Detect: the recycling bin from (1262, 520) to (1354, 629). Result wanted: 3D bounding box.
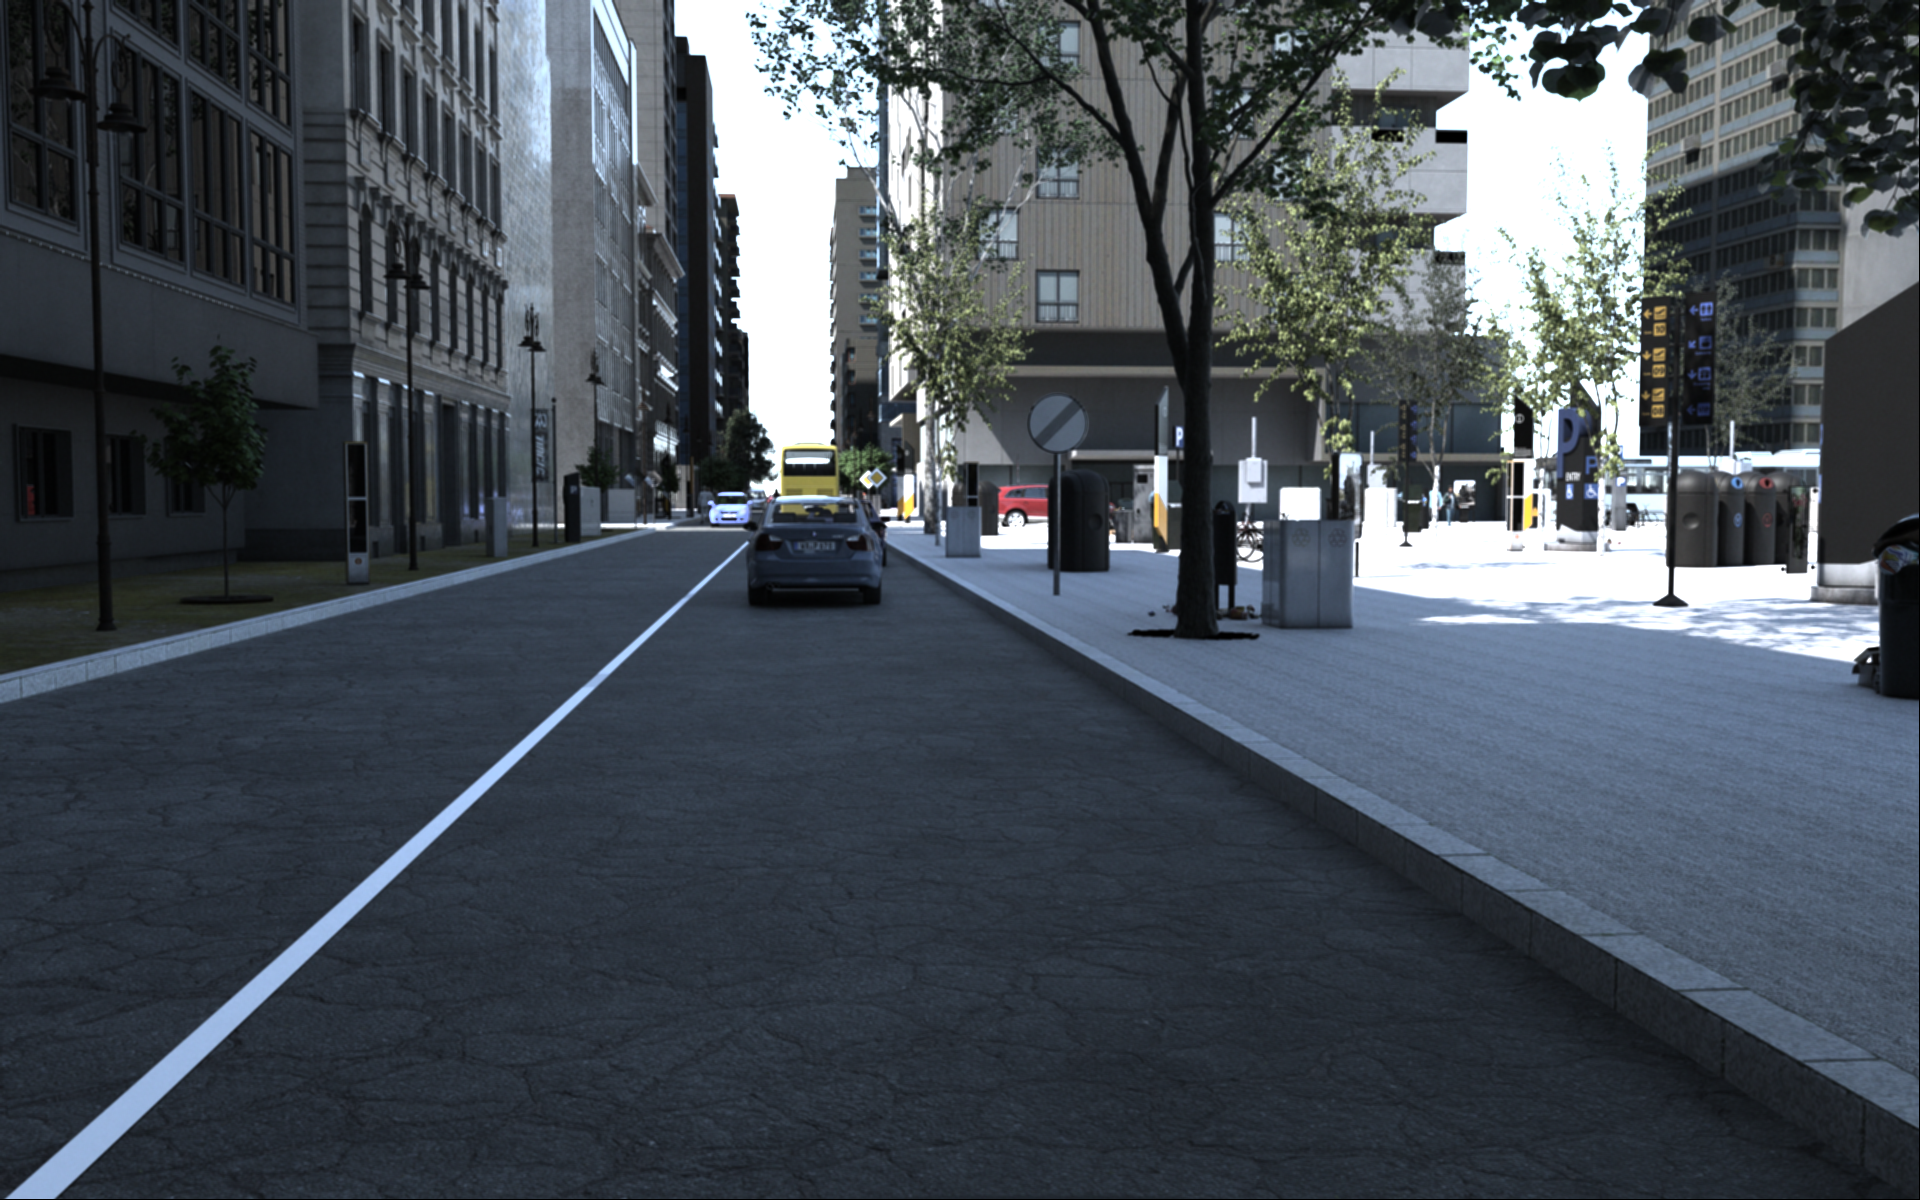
[{"bbox_3d":[3.376,-0.262,16.831,0.722,1.027,0.722,0,4,-5],"label":"recycling bin"}]

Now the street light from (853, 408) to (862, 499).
[{"bbox_3d":[-5.317,-7.338,92.763,0.468,5.910,1.993,0,4,-5],"label":"street light"}]

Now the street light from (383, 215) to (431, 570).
[{"bbox_3d":[-9.223,-3.441,29.048,0.468,5.910,1.993,0,4,-5],"label":"street light"}]

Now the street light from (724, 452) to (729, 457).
[{"bbox_3d":[-20.300,-10.749,148.535,0.468,5.910,1.993,0,4,-5],"label":"street light"}]

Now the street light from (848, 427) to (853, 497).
[{"bbox_3d":[-6.407,-8.129,105.703,0.468,5.910,1.993,0,4,-5],"label":"street light"}]

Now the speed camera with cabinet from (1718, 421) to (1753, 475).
[{"bbox_3d":[21.376,-3.182,46.365,0.660,3.252,2.038,-2,4,-32],"label":"speed camera with cabinet"}]

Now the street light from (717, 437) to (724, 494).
[{"bbox_3d":[-19.323,-10.127,138.371,0.468,5.910,1.993,0,4,-5],"label":"street light"}]

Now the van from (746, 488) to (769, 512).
[{"bbox_3d":[-14.891,-7.298,126.326,2.013,2.044,4.112,0,4,-4],"label":"van"}]

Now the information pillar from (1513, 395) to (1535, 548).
[{"bbox_3d":[13.271,-3.028,40.855,0.504,3.616,0.183,3,5,40],"label":"information pillar"}]

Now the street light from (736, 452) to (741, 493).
[{"bbox_3d":[-22.686,-12.364,174.942,0.468,5.910,1.993,0,4,-5],"label":"street light"}]

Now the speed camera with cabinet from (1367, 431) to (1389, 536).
[{"bbox_3d":[12.960,-3.631,53.696,0.660,3.252,2.038,1,4,13],"label":"speed camera with cabinet"}]

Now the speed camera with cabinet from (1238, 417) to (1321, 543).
[{"bbox_3d":[8.261,-3.086,44.786,2.038,3.252,0.660,0,4,2],"label":"speed camera with cabinet"}]

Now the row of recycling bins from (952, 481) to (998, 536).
[{"bbox_3d":[0.417,-2.889,54.352,1.069,1.692,3.534,-1,4,-12],"label":"row of recycling bins"}]

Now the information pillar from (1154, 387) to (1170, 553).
[{"bbox_3d":[4.388,-2.835,37.713,0.183,3.616,0.504,2,4,32],"label":"information pillar"}]

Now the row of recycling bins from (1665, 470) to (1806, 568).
[{"bbox_3d":[13.898,-1.466,31.085,3.534,1.692,1.069,-2,4,-34],"label":"row of recycling bins"}]

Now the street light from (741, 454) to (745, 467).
[{"bbox_3d":[-23.863,-13.155,187.873,0.468,5.910,1.993,0,4,-5],"label":"street light"}]

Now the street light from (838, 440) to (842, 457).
[{"bbox_3d":[-8.867,-9.767,132.484,0.468,5.910,1.993,0,4,-5],"label":"street light"}]

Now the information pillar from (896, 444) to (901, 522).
[{"bbox_3d":[-2.710,-5.469,80.775,0.504,3.616,0.183,1,4,20],"label":"information pillar"}]

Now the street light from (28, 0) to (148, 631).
[{"bbox_3d":[-8.030,-2.650,16.118,0.468,5.910,1.993,0,4,-5],"label":"street light"}]

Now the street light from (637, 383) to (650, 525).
[{"bbox_3d":[-13.173,-6.085,72.285,0.468,5.910,1.993,0,4,-5],"label":"street light"}]

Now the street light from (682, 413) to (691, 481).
[{"bbox_3d":[-15.618,-7.723,99.055,0.468,5.910,1.993,0,4,-5],"label":"street light"}]

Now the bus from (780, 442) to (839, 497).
[{"bbox_3d":[-6.994,-5.441,80.506,2.896,3.916,12.252,0,4,-5],"label":"bus"}]

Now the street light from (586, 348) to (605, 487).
[{"bbox_3d":[-11.559,-5.029,55.006,0.468,5.910,1.993,0,4,-5],"label":"street light"}]

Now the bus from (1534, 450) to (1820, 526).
[{"bbox_3d":[29.731,-4.709,71.858,13.247,3.499,2.948,0,4,-6],"label":"bus"}]

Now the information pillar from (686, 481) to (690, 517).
[{"bbox_3d":[-14.971,-5.591,95.910,0.304,2.012,0.304,1,4,10],"label":"information pillar"}]

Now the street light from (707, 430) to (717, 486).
[{"bbox_3d":[-18.042,-9.329,125.310,0.468,5.910,1.993,0,4,-5],"label":"street light"}]

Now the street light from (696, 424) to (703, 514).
[{"bbox_3d":[-16.848,-8.513,111.982,0.468,5.910,1.993,0,4,-5],"label":"street light"}]

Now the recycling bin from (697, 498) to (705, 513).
[{"bbox_3d":[-17.345,-6.401,117.211,0.722,1.027,0.722,-2,4,-30],"label":"recycling bin"}]

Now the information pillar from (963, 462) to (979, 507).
[{"bbox_3d":[0.254,-2.166,39.902,0.304,2.012,0.304,-1,4,-14],"label":"information pillar"}]

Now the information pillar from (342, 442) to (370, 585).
[{"bbox_3d":[-8.519,-1.220,24.440,0.304,2.012,0.304,-2,4,-25],"label":"information pillar"}]

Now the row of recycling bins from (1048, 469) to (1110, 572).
[{"bbox_3d":[2.000,-1.407,30.112,1.069,1.692,3.534,0,4,0],"label":"row of recycling bins"}]

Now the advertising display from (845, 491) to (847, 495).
[{"bbox_3d":[-9.461,-8.089,137.467,0.974,1.923,0.123,-2,4,-27],"label":"advertising display"}]

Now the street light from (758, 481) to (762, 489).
[{"bbox_3d":[-31.373,-18.164,269.768,0.468,5.910,1.993,0,4,-5],"label":"street light"}]

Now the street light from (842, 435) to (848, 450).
[{"bbox_3d":[-7.668,-8.954,119.183,0.468,5.910,1.993,0,4,-5],"label":"street light"}]

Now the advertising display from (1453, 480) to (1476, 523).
[{"bbox_3d":[22.301,-4.367,76.615,0.974,1.923,0.123,1,4,12],"label":"advertising display"}]

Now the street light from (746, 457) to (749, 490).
[{"bbox_3d":[-25.097,-13.946,200.800,0.468,5.910,1.993,0,4,-5],"label":"street light"}]

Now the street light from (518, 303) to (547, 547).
[{"bbox_3d":[-10.358,-4.238,42.077,0.468,5.910,1.993,0,4,-5],"label":"street light"}]

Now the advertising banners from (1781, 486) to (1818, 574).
[{"bbox_3d":[14.110,-1.948,28.031,2.074,3.025,0.090,-2,4,-23],"label":"advertising banners"}]

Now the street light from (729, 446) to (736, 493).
[{"bbox_3d":[-21.501,-11.573,162.011,0.468,5.910,1.993,0,4,-5],"label":"street light"}]

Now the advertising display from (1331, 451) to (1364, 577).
[{"bbox_3d":[5.924,-1.303,26.511,0.123,1.923,0.974,2,4,35],"label":"advertising display"}]

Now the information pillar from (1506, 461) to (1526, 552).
[{"bbox_3d":[12.333,-2.078,38.461,0.304,2.012,0.304,0,4,-4],"label":"information pillar"}]

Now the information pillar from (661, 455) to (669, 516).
[{"bbox_3d":[-17.060,-6.671,100.428,0.504,3.616,0.183,1,4,20],"label":"information pillar"}]

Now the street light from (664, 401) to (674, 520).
[{"bbox_3d":[-14.473,-6.932,86.121,0.468,5.910,1.993,0,4,-5],"label":"street light"}]

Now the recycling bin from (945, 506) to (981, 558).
[{"bbox_3d":[0.064,-1.393,35.337,0.722,1.027,0.722,0,4,-1],"label":"recycling bin"}]

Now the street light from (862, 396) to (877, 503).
[{"bbox_3d":[-4.098,-6.547,79.836,0.468,5.910,1.993,0,4,-5],"label":"street light"}]

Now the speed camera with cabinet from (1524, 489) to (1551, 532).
[{"bbox_3d":[19.940,-3.922,58.454,2.038,3.252,0.660,0,4,5],"label":"speed camera with cabinet"}]

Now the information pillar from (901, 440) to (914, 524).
[{"bbox_3d":[-2.201,-5.106,74.832,0.504,3.616,0.183,3,4,36],"label":"information pillar"}]
